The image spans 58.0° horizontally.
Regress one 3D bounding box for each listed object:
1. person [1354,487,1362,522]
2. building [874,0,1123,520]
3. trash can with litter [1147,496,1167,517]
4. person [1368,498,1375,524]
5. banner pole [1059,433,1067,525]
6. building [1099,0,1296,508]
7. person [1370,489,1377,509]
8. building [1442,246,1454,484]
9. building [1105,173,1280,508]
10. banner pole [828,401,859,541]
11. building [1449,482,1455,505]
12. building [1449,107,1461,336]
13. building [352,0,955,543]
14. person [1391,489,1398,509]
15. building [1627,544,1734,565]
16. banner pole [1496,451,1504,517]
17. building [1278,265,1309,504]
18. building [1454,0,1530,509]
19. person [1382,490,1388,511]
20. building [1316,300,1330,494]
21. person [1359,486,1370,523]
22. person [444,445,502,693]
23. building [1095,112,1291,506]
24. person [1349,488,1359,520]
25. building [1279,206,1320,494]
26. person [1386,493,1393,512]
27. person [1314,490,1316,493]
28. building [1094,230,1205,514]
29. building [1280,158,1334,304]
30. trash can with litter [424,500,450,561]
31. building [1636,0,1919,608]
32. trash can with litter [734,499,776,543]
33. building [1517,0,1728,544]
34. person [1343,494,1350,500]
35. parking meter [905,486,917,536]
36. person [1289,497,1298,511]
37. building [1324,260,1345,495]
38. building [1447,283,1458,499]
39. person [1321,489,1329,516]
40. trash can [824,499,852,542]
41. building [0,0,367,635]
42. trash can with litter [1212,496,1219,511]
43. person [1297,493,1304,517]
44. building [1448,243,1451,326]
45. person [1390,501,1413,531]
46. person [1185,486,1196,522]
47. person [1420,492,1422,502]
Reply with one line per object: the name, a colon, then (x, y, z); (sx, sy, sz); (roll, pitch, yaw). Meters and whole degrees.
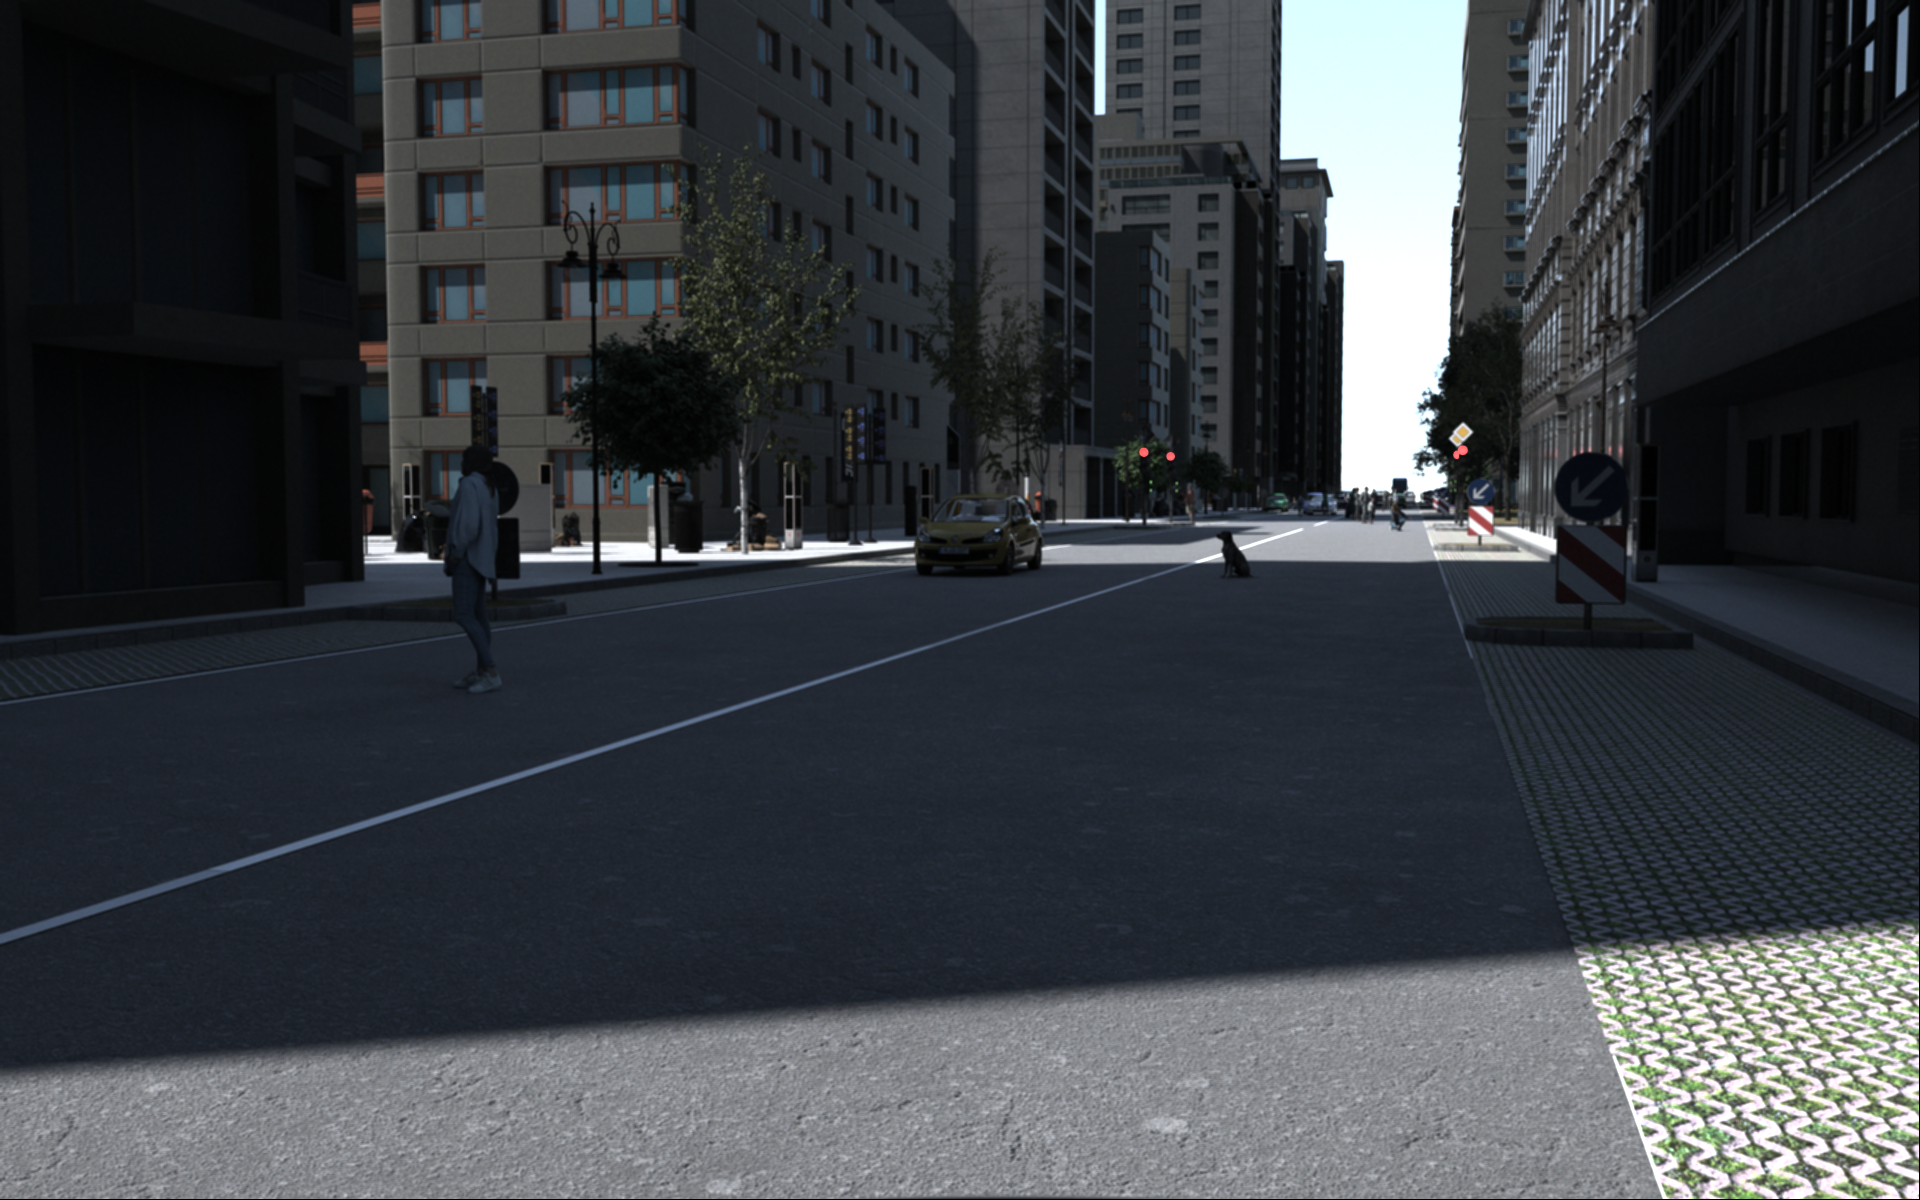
person: (20.769, -4.970, 90.034); (0.573, 1.790, 0.520); (0, 4, -4)
building: (-1.094, -40.277, 96.788); (20.563, 71.187, 20.611); (1, 4, 15)
trash can with litter: (10.825, -5.122, 95.131); (1.055, 1.170, 0.624); (-3, 4, -36)
person: (19.783, -4.291, 83.337); (0.352, 1.250, 0.332); (2, 4, 27)
banner pole: (4.186, -4.949, 70.925); (0.401, 3.779, 0.863); (1, 4, 23)
building: (28.536, -46.599, 200.142); (20.563, 71.187, 20.611); (1, 4, 15)
person: (30.981, -7.451, 130.123); (0.655, 1.846, 0.447); (-2, 4, -34)
building: (91.654, -40.581, 283.103); (23.786, 49.044, 30.456); (1, 4, 15)
building: (21.492, -23.761, 160.186); (14.160, 30.474, 14.107); (1, 4, 15)
banner pole: (-3.148, -3.476, 46.853); (0.863, 3.779, 0.401); (1, 4, 10)
building: (75.048, -31.375, 204.857); (32.217, 40.220, 23.993); (1, 4, 15)
building: (63.022, -32.129, 179.930); (22.147, 44.769, 28.867); (1, 4, 15)
building: (-17.690, -13.264, 61.904); (28.899, 21.520, 27.650); (1, 4, 15)
person: (36.420, -8.361, 145.084); (0.818, 1.842, 0.514); (0, 4, -2)
building: (19.243, -11.570, 38.321); (9.793, 20.994, 18.267); (1, 4, 15)
banner pole: (30.527, -6.581, 97.613); (0.401, 3.779, 0.863); (0, 4, 4)
building: (36.074, -27.255, 217.326); (14.160, 30.474, 14.107); (1, 4, 15)
building: (56.037, -32.509, 155.217); (21.300, 48.544, 21.600); (1, 4, 15)
person: (35.431, -8.292, 144.262); (0.526, 1.800, 0.537); (1, 4, 10)
building: (46.913, -29.584, 255.397); (14.160, 30.474, 14.107); (1, 4, 15)
person: (19.975, -4.698, 85.407); (0.391, 1.810, 0.635); (3, 5, 44)
person: (-3.557, -0.243, 12.744); (0.793, 1.790, 0.793); (-2, 4, -33)
building: (17.991, -29.905, 180.831); (32.217, 40.220, 23.993); (1, 4, 15)
person: (22.100, -5.406, 97.141); (0.600, 1.795, 0.529); (1, 4, 10)
building: (42.266, -34.085, 240.881); (14.154, 41.232, 14.086); (1, 4, 15)
person: (35.304, -8.023, 142.270); (0.503, 1.515, 0.523); (-3, 5, -39)
person: (29.589, -8.318, 144.692); (0.606, 1.804, 0.583); (-1, 4, -20)
building: (2.886, -17.494, 131.059); (27.650, 21.520, 28.899); (1, 4, 15)
building: (44.297, -42.062, 276.949); (28.713, 52.752, 27.495); (1, 4, 15)
trash can with litter: (-9.961, -1.361, 33.643); (0.624, 1.170, 1.055); (-3, 5, -43)
building: (15.868, -13.674, 17.073); (14.314, 27.812, 24.014); (1, 4, 15)
trash can with litter: (-5.377, -2.098, 45.686); (1.055, 1.170, 0.624); (-3, 5, -44)
building: (23.659, -12.652, 56.014); (9.793, 20.994, 18.267); (1, 4, 15)
person: (34.338, -8.671, 153.455); (0.628, 1.438, 0.799); (2, 4, 26)
parking meter: (-1.497, -2.719, 52.867); (0.372, 1.533, 0.369); (0, 3, 0)
person: (28.401, -8.137, 147.031); (0.738, 1.151, 1.012); (-2, 4, -30)
building: (57.995, -37.455, 295.983); (14.154, 41.232, 14.086); (1, 4, 15)
building: (73.569, -28.332, 234.933); (14.160, 30.474, 14.107); (1, 4, 15)
person: (24.147, -6.467, 114.485); (0.529, 1.795, 0.600); (2, 4, 25)
trash can: (-3.260, -2.119, 46.297); (0.748, 1.137, 0.748); (0, 3, 0)
building: (-18.902, -21.909, 12.835); (22.147, 44.769, 28.867); (1, 4, 15)
trash can with litter: (19.030, -7.137, 128.076); (0.624, 1.170, 1.055); (-1, 4, -18)
person: (20.879, -5.828, 106.387); (0.523, 1.515, 0.503); (1, 4, 10)
building: (83.233, -36.673, 254.225); (22.147, 44.769, 28.867); (1, 4, 15)
person: (17.118, -3.268, 67.435); (1.012, 1.151, 0.738); (-1, 4, -14)
person: (10.798, -4.444, 81.139); (0.573, 1.828, 0.580); (-1, 4, -10)
person: (75.687, -16.814, 284.084); (0.721, 1.739, 1.217); (-1, 4, -9)
